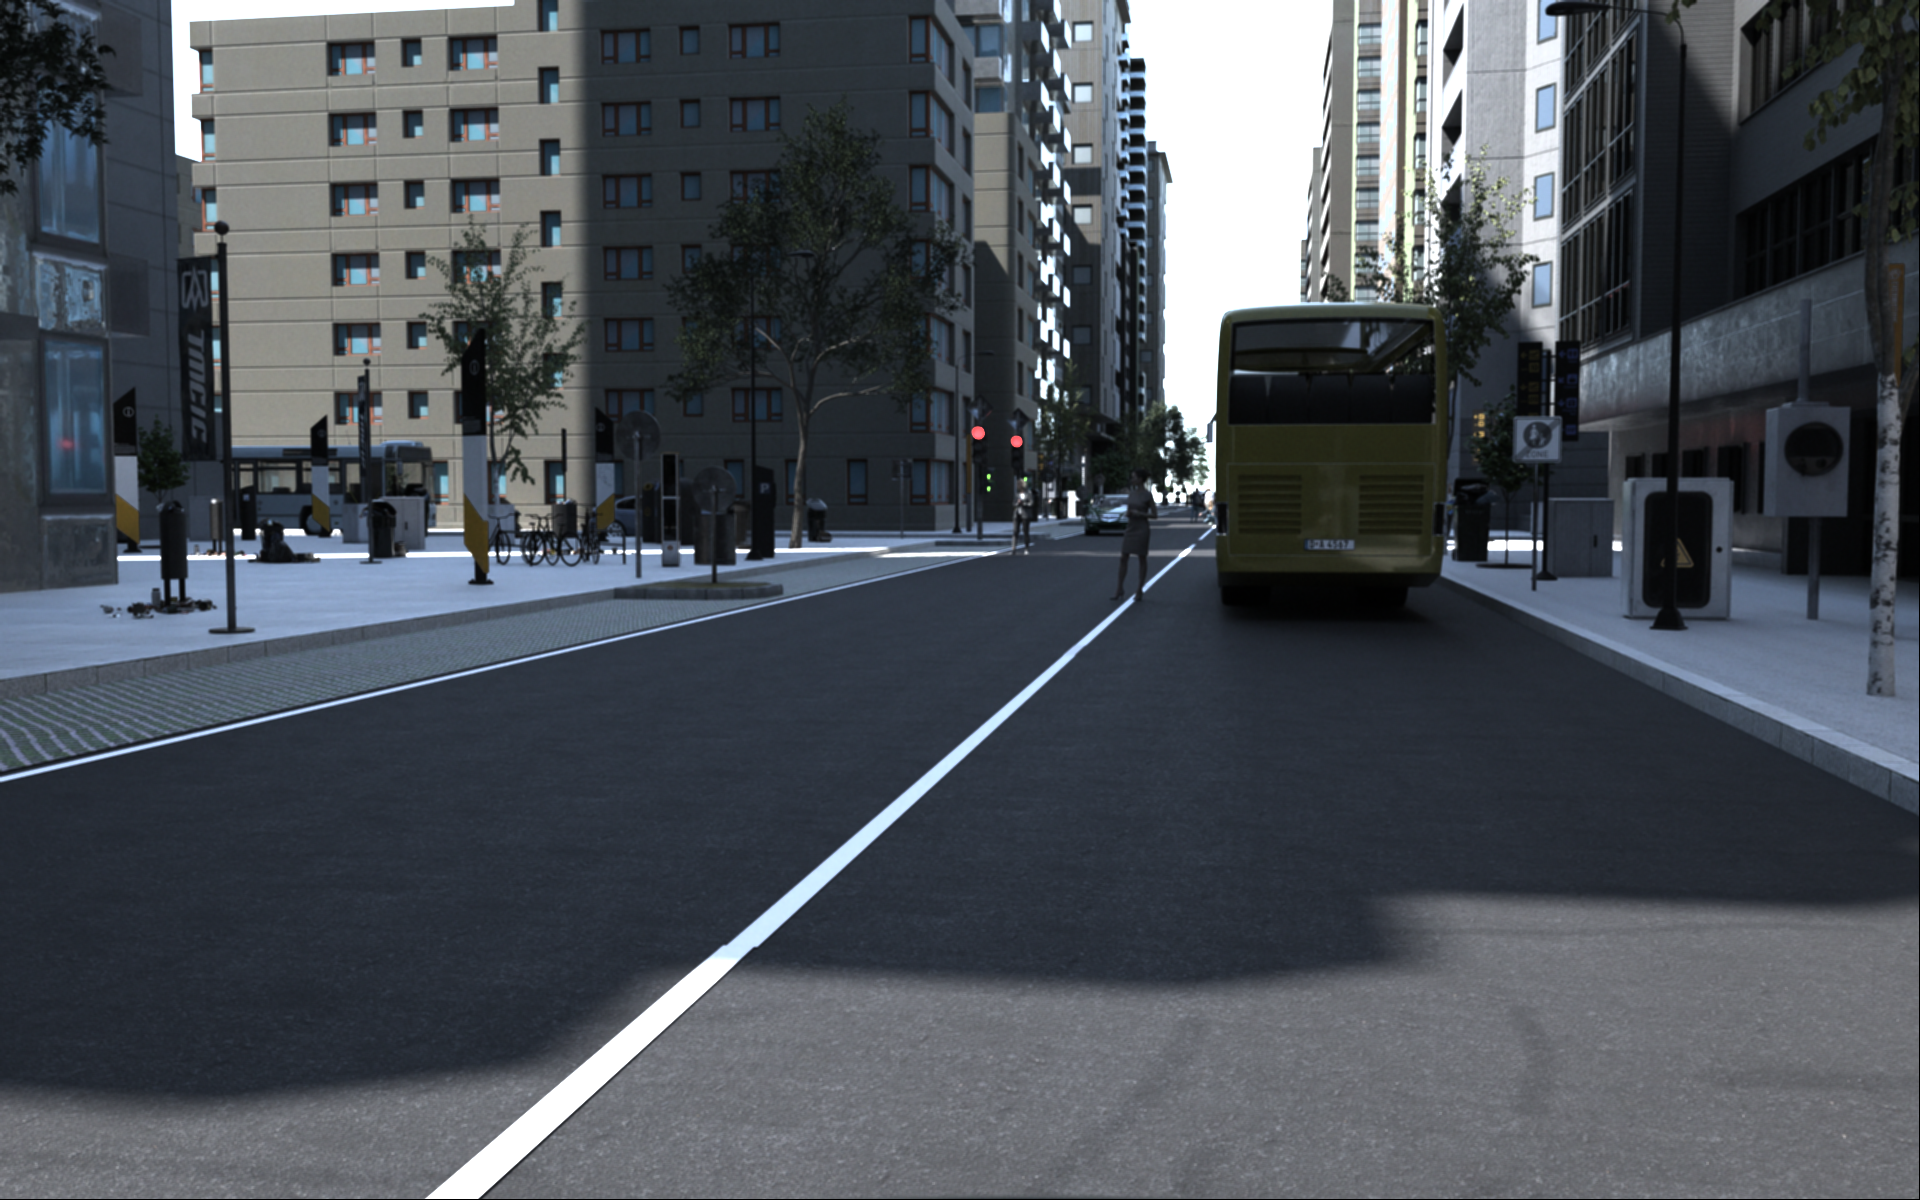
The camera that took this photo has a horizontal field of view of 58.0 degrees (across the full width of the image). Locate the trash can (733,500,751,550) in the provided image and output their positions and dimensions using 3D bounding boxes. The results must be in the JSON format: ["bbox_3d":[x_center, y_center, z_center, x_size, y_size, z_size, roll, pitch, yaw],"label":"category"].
[{"bbox_3d":[-4.916,-1.738,40.064,0.748,1.137,0.748,0,3,0],"label":"trash can"}]

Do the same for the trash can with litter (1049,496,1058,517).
[{"bbox_3d":[5.382,-5.305,98.129,0.624,1.170,1.055,1,4,9],"label":"trash can with litter"}]

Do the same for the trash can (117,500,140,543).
[{"bbox_3d":[-21.754,-2.049,45.149,0.748,1.137,0.748,0,3,0],"label":"trash can"}]

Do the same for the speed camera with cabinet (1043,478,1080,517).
[{"bbox_3d":[5.627,-6.201,95.729,2.038,3.252,0.660,0,4,6],"label":"speed camera with cabinet"}]

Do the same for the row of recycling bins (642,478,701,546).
[{"bbox_3d":[-7.436,-2.302,44.757,1.069,1.692,3.534,-1,4,-23],"label":"row of recycling bins"}]

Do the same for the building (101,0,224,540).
[{"bbox_3d":[-33.831,-36.909,41.715,20.611,71.187,20.563,1,4,10],"label":"building"}]

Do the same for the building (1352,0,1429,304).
[{"bbox_3d":[39.017,-27.991,141.246,14.154,41.232,14.086,1,4,10],"label":"building"}]

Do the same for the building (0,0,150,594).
[{"bbox_3d":[-23.522,-24.000,12.013,23.786,49.044,30.456,1,4,10],"label":"building"}]

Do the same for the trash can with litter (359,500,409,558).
[{"bbox_3d":[-11.623,-1.445,35.020,0.624,1.170,1.055,0,4,8],"label":"trash can with litter"}]

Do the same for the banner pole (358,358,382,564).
[{"bbox_3d":[-11.054,-2.580,32.199,0.401,3.779,0.863,-2,4,-34],"label":"banner pole"}]

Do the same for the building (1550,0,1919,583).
[{"bbox_3d":[18.917,-12.684,26.454,14.314,24.678,30.058,1,4,10],"label":"building"}]

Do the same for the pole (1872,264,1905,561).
[{"bbox_3d":[8.289,-1.323,15.480,0.158,3.312,0.155,0,3,0],"label":"pole"}]

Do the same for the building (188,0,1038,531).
[{"bbox_3d":[-12.096,-14.097,75.525,27.650,21.520,28.899,1,4,10],"label":"building"}]

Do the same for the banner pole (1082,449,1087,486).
[{"bbox_3d":[6.939,-6.525,96.698,0.401,3.779,0.863,-1,4,-17],"label":"banner pole"}]

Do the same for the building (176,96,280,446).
[{"bbox_3d":[-54.830,-14.697,85.338,28.899,21.520,27.650,1,4,10],"label":"building"}]

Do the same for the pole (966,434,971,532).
[{"bbox_3d":[0.300,-3.965,58.669,0.158,3.312,0.155,0,3,0],"label":"pole"}]

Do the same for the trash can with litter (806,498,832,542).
[{"bbox_3d":[-3.712,-2.142,46.406,0.624,1.170,1.055,-2,4,-29],"label":"trash can with litter"}]

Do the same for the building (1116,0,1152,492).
[{"bbox_3d":[15.107,-56.227,231.982,22.319,86.520,31.000,1,4,10],"label":"building"}]

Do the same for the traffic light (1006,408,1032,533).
[{"bbox_3d":[1.900,-4.124,56.350,0.839,4.253,0.868,1,4,10],"label":"traffic light"}]

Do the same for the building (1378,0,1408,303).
[{"bbox_3d":[33.133,-27.847,105.417,14.600,45.320,14.200,1,4,10],"label":"building"}]

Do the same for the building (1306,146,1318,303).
[{"bbox_3d":[56.633,-36.962,228.034,21.300,48.544,21.600,1,4,10],"label":"building"}]

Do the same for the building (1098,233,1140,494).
[{"bbox_3d":[12.276,-25.645,191.003,14.160,30.474,14.107,1,4,10],"label":"building"}]

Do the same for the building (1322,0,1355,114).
[{"bbox_3d":[44.297,-32.729,158.819,21.300,48.544,21.600,1,4,10],"label":"building"}]

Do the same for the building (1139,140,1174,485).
[{"bbox_3d":[17.358,-41.213,263.064,28.713,52.752,27.495,1,4,10],"label":"building"}]

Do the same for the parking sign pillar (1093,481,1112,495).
[{"bbox_3d":[10.430,-8.455,126.710,1.447,3.967,1.447,1,4,20],"label":"parking sign pillar"}]

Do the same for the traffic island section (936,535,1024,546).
[{"bbox_3d":[0.537,-1.611,48.616,2.009,0.180,2.903,1,4,10],"label":"traffic island section"}]

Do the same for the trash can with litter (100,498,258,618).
[{"bbox_3d":[-8.798,-0.477,18.856,1.678,1.210,2.233,0,4,-7],"label":"trash can with litter"}]

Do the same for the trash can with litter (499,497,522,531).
[{"bbox_3d":[-15.621,-2.977,60.057,1.055,1.170,0.624,2,4,31],"label":"trash can with litter"}]

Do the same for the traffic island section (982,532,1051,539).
[{"bbox_3d":[1.862,-2.092,56.491,2.009,0.180,2.903,1,4,10],"label":"traffic island section"}]

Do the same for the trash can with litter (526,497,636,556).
[{"bbox_3d":[-8.020,-1.576,36.828,2.233,1.210,1.678,0,4,-7],"label":"trash can with litter"}]

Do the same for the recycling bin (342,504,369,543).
[{"bbox_3d":[-15.679,-2.009,45.407,0.722,1.027,0.722,2,4,34],"label":"recycling bin"}]

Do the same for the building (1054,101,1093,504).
[{"bbox_3d":[-4.224,-27.742,145.460,32.217,40.220,23.993,1,4,10],"label":"building"}]

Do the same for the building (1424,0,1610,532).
[{"bbox_3d":[32.238,-31.793,61.812,28.212,58.520,21.231,1,4,10],"label":"building"}]

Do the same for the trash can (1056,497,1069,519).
[{"bbox_3d":[5.300,-4.775,89.723,0.748,1.137,0.748,0,3,0],"label":"trash can"}]

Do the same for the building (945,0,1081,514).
[{"bbox_3d":[-4.822,-30.091,111.599,23.786,49.044,30.456,1,4,10],"label":"building"}]

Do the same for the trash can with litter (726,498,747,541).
[{"bbox_3d":[-6.251,-2.171,46.888,1.055,1.170,0.624,2,4,27],"label":"trash can with litter"}]

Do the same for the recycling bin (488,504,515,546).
[{"bbox_3d":[-11.573,-1.867,43.079,0.722,1.027,0.722,2,4,24],"label":"recycling bin"}]

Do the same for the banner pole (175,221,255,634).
[{"bbox_3d":[-6.967,-1.595,16.090,0.863,3.779,0.401,2,4,29],"label":"banner pole"}]

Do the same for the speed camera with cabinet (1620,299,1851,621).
[{"bbox_3d":[7.885,-1.426,17.657,2.038,3.252,0.660,1,4,12],"label":"speed camera with cabinet"}]

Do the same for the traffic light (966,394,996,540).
[{"bbox_3d":[0.575,-3.642,48.475,0.839,4.253,0.868,1,4,10],"label":"traffic light"}]

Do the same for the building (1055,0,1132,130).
[{"bbox_3d":[1.645,-35.572,170.839,28.713,52.752,27.495,1,4,10],"label":"building"}]
